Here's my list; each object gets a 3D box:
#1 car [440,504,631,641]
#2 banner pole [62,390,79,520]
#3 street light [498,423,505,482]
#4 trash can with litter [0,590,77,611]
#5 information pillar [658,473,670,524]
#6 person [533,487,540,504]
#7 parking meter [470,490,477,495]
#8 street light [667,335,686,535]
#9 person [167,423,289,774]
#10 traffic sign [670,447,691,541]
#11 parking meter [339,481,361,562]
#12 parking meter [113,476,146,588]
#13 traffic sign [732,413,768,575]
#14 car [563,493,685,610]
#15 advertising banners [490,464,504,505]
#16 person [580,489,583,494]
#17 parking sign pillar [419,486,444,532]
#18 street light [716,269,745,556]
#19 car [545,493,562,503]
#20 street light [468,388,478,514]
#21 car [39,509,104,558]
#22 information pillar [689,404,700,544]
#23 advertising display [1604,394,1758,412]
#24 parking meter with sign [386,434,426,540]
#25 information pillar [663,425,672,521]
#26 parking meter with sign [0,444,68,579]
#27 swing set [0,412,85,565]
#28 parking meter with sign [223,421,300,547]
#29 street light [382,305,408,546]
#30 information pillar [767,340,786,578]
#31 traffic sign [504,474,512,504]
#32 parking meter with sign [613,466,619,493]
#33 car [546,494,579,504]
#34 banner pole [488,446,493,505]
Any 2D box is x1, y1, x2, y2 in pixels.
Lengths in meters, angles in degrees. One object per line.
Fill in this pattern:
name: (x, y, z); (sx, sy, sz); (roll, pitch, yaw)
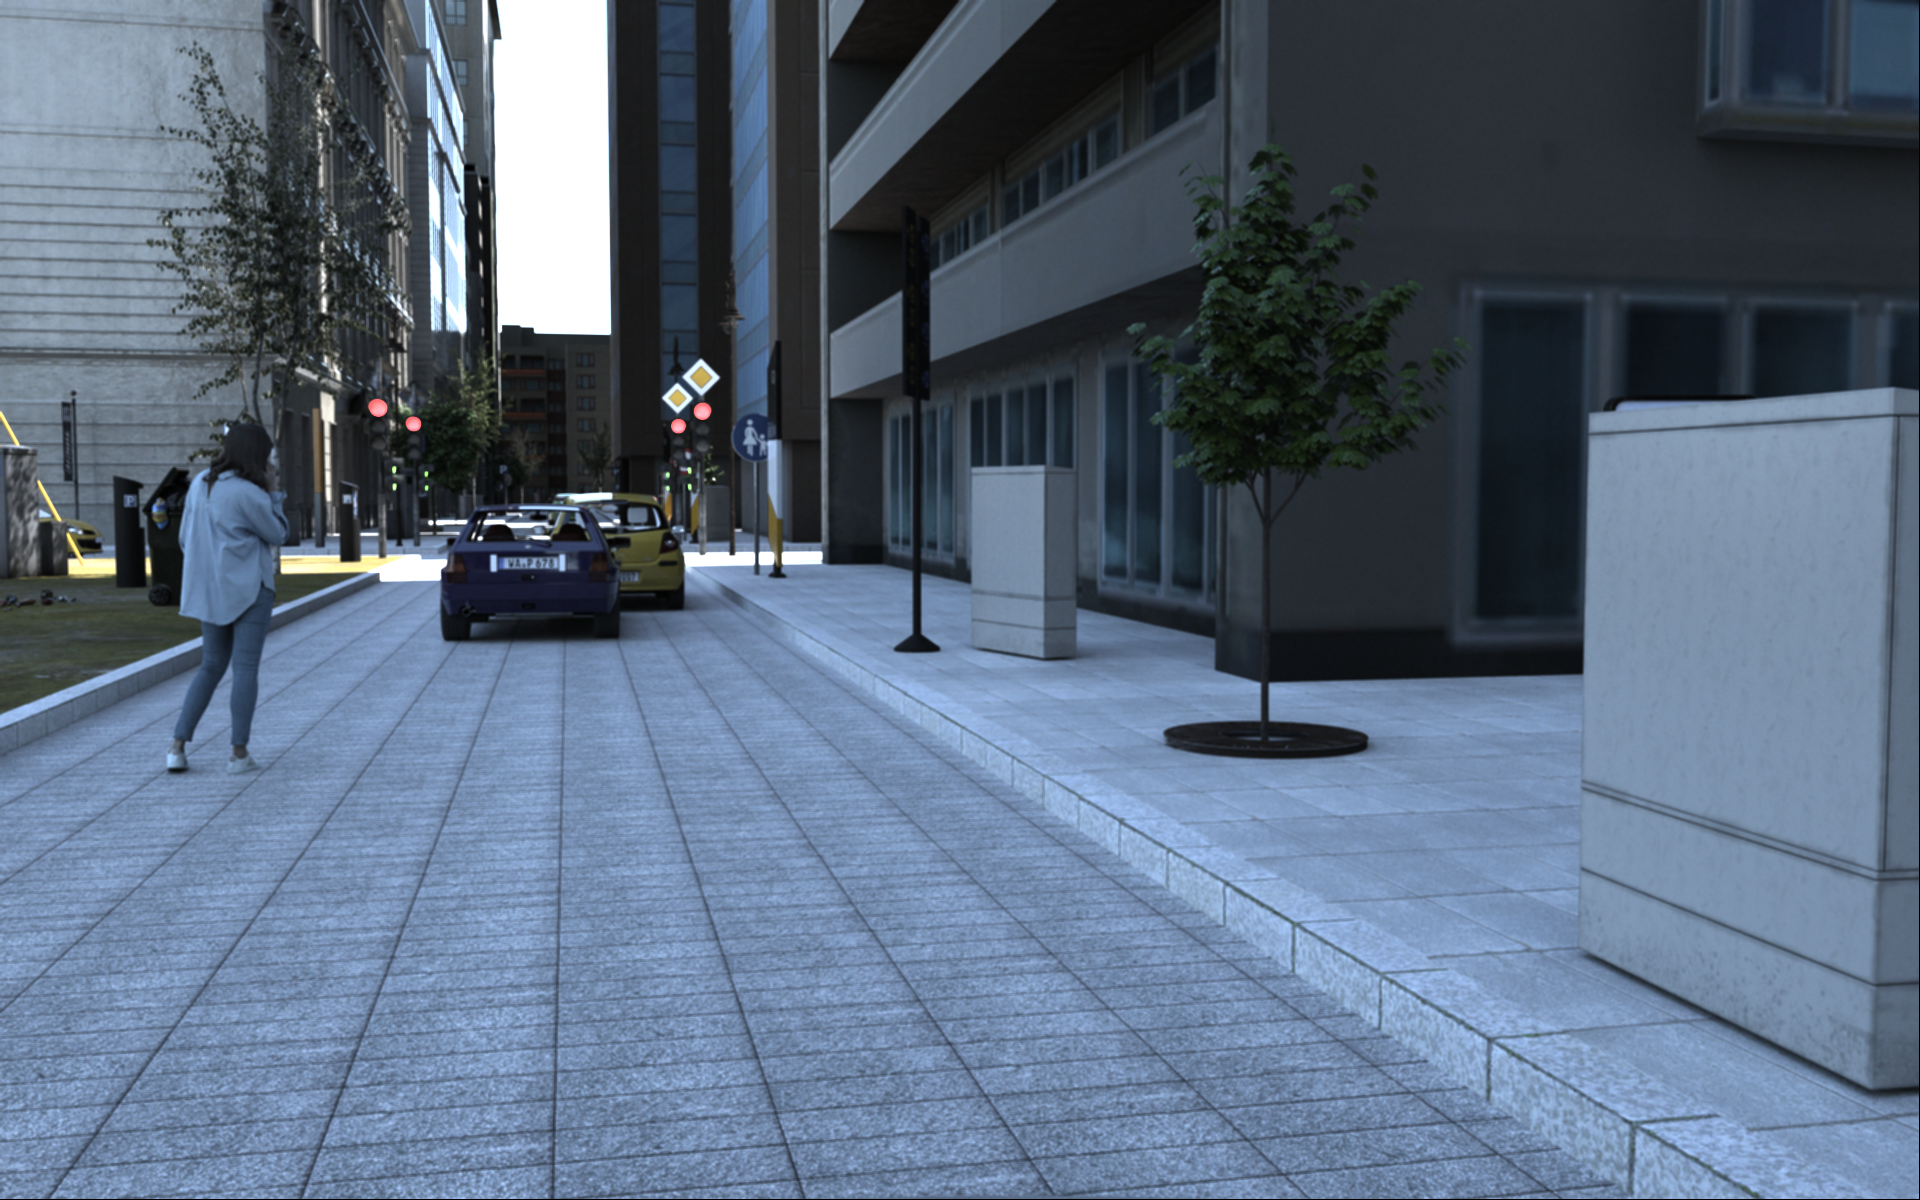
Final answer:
car: (-4.486, -0.356, 18.403); (1.945, 1.354, 3.894); (-1, 4, -11)
banner pole: (-21.383, -3.159, 41.674); (0.401, 3.779, 0.863); (0, 4, -3)
street light: (-28.680, -8.296, 108.421); (0.468, 5.910, 1.993); (-1, 4, -13)
trash can with litter: (-10.972, -0.541, 19.897); (1.678, 1.210, 2.233); (1, 4, 17)
information pillar: (-10.382, -3.445, 60.818); (0.304, 2.012, 0.304); (-2, 4, -32)
person: (-23.748, -5.428, 97.258); (0.388, 1.821, 0.555); (0, 4, -8)
parking meter: (-27.197, -5.414, 96.936); (0.372, 1.533, 0.369); (0, 3, 0)
street light: (-8.255, -4.751, 50.468); (0.468, 5.910, 1.993); (-1, 4, -13)
person: (-3.783, -0.008, 8.903); (0.793, 1.790, 0.793); (-1, 4, -10)
traffic sign: (-7.499, -2.878, 47.162); (0.768, 2.556, 0.104); (0, 4, -7)
parking meter: (-11.552, -1.491, 32.788); (0.372, 1.533, 0.369); (0, 3, 0)
parking meter: (-11.431, -0.944, 23.848); (0.372, 1.533, 0.369); (0, 3, 0)
traffic sign: (-3.223, -1.671, 27.425); (0.768, 2.556, 0.104); (0, 4, -7)
car: (-4.577, -0.763, 22.699); (2.015, 1.641, 3.980); (-1, 4, -13)
advertising banners: (-26.814, -6.361, 100.183); (0.090, 3.025, 2.074); (0, 4, 6)
person: (-29.770, -7.813, 136.174); (0.705, 1.831, 1.348); (-1, 4, -21)
parking sign pillar: (-18.308, -4.299, 58.769); (1.447, 3.967, 1.447); (-1, 4, -21)
street light: (-4.715, -3.848, 35.704); (0.468, 5.910, 1.993); (-1, 4, -13)
car: (-34.233, -8.472, 147.555); (2.155, 1.783, 4.494); (-1, 4, -14)
street light: (-21.280, -6.286, 75.558); (0.468, 5.910, 1.993); (-1, 4, -13)
car: (-20.295, -1.610, 36.549); (3.980, 1.641, 2.015); (-1, 4, -11)
information pillar: (-6.834, -3.270, 44.815); (0.183, 3.616, 0.504); (-2, 4, -35)
advertising display: (4.706, -0.374, 11.335); (0.974, 1.923, 0.123); (0, 4, 3)
parking meter with sign: (-15.901, -3.254, 49.468); (0.543, 3.016, 1.738); (1, 4, 11)
information pillar: (-9.877, -4.106, 58.492); (0.183, 3.616, 0.504); (-2, 4, -32)
parking meter with sign: (-14.485, -1.849, 26.499); (0.543, 3.016, 1.738); (1, 4, 15)
swing set: (-17.837, -2.073, 31.517); (2.862, 2.851, 3.119); (-3, 4, -37)
parking meter with sign: (-16.851, -2.791, 41.891); (0.543, 3.016, 1.738); (2, 4, 32)
street light: (-13.799, -4.261, 42.452); (0.468, 5.910, 1.993); (-1, 4, -13)
information pillar: (-2.841, -2.156, 26.606); (0.183, 3.616, 0.504); (-1, 4, -23)
traffic sign: (-29.075, -6.782, 110.993); (0.768, 2.556, 0.104); (-1, 4, -11)
parking meter with sign: (-21.302, -6.816, 107.709); (0.543, 3.016, 1.738); (-1, 4, -12)
car: (-18.018, -4.167, 79.925); (2.131, 1.459, 4.920); (-1, 4, -11)
banner pole: (-24.710, -6.188, 91.187); (0.401, 3.779, 0.863); (-2, 4, -30)
